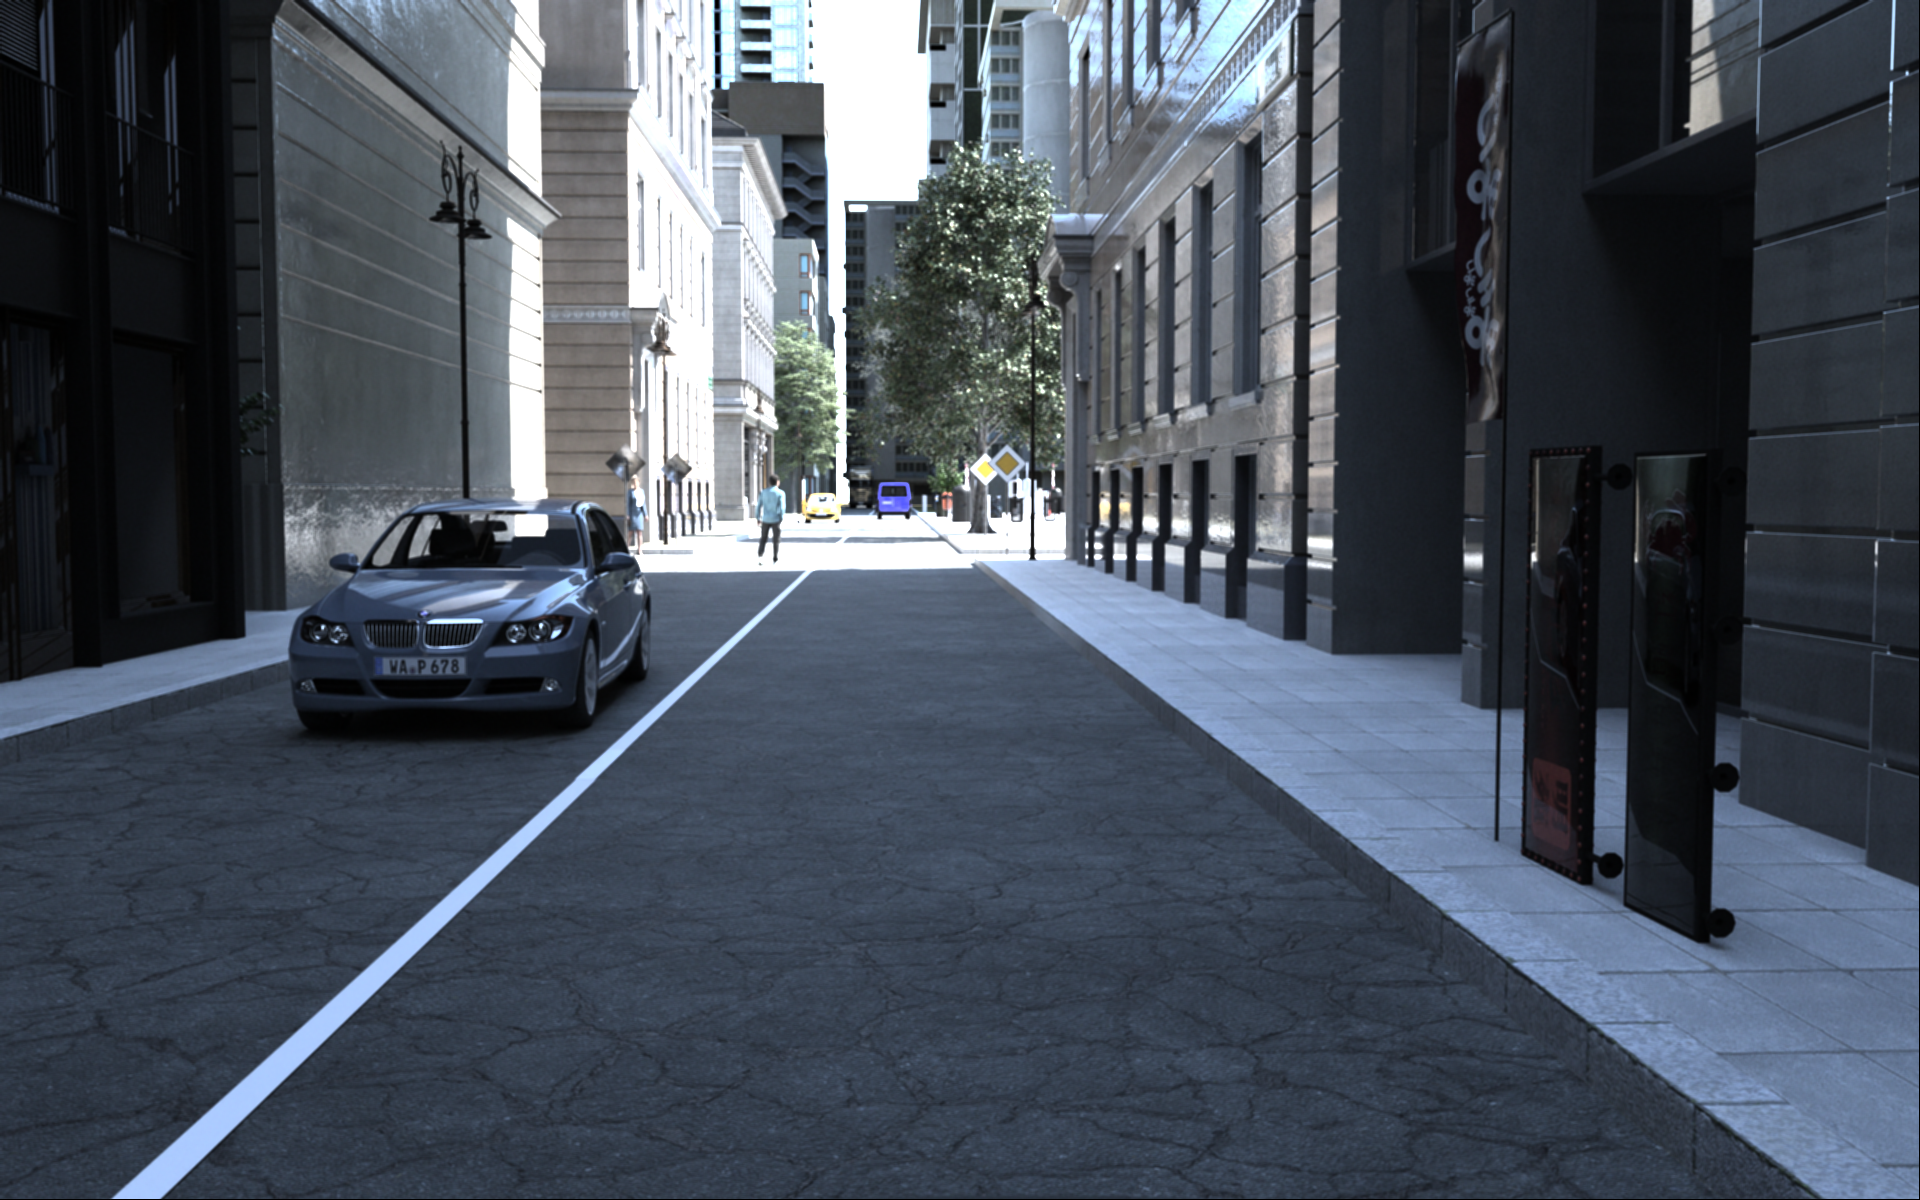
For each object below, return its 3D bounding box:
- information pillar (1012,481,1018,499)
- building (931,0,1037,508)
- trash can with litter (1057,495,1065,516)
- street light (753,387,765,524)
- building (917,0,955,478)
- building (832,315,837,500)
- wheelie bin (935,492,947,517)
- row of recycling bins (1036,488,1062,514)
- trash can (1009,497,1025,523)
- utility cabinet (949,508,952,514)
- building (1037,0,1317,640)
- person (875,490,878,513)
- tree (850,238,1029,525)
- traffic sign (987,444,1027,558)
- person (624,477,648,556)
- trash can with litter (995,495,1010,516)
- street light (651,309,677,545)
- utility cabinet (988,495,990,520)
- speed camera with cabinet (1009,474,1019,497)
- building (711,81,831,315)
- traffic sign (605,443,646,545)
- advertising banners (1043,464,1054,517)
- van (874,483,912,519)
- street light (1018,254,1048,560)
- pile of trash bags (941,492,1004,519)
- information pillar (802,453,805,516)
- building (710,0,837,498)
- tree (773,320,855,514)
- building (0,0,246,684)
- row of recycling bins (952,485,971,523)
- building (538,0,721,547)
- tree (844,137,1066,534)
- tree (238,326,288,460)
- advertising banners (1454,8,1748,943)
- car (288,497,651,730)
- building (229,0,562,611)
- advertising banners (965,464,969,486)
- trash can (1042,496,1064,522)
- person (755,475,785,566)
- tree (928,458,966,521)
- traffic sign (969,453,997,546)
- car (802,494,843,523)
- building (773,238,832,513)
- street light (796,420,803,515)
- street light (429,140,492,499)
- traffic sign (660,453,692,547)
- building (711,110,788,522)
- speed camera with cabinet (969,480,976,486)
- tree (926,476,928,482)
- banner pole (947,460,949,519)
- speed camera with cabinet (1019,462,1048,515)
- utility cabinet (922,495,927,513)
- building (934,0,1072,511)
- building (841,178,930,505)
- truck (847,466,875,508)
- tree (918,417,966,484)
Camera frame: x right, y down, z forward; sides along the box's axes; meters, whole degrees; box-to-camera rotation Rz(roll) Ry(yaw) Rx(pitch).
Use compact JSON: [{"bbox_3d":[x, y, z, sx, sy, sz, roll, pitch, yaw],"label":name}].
[{"bbox_3d":[3.149,-5.826,99.746,0.304,2.012,0.304,-1,4,-8],"label":"information pillar"},{"bbox_3d":[7.923,-43.812,154.579,20.563,71.187,20.611,0,4,-2],"label":"building"},{"bbox_3d":[6.630,-5.573,102.184,2.233,1.210,1.678,-1,4,-16],"label":"trash can with litter"},{"bbox_3d":[-8.665,-6.239,74.789,0.468,5.910,1.993,0,4,-2],"label":"street light"},{"bbox_3d":[10.087,-36.086,179.252,28.713,52.752,27.495,0,4,-2],"label":"building"},{"bbox_3d":[-25.809,-19.333,161.128,27.650,21.520,28.899,0,4,-2],"label":"building"},{"bbox_3d":[-0.931,-5.440,96.846,0.693,1.594,0.980,3,5,43],"label":"wheelie bin"},{"bbox_3d":[5.469,-6.622,115.382,1.069,1.692,3.534,-3,5,-41],"label":"row of recycling bins"},{"bbox_3d":[2.515,-3.966,76.490,0.748,1.137,0.748,0,3,0],"label":"trash can"},{"bbox_3d":[-0.959,-6.014,109.492,1.020,1.237,0.306,2,4,33],"label":"utility cabinet"},{"bbox_3d":[8.673,-14.578,24.258,13.634,28.700,20.117,0,4,-2],"label":"building"},{"bbox_3d":[-6.361,-7.635,134.135,0.742,1.727,0.445,3,5,43],"label":"person"},{"bbox_3d":[0.422,-9.823,70.984,12.009,13.543,11.850,0,3,0],"label":"tree"},{"bbox_3d":[0.937,-1.888,34.506,0.795,2.450,0.064,0,4,-2],"label":"traffic sign"},{"bbox_3d":[-7.412,-1.895,39.514,0.581,1.822,0.654,-2,4,-31],"label":"person"},{"bbox_3d":[2.549,-5.719,104.562,1.678,1.210,2.233,2,4,27],"label":"trash can with litter"},{"bbox_3d":[-7.393,-4.317,43.377,0.468,5.910,1.993,0,4,-2],"label":"street light"},{"bbox_3d":[1.057,-4.586,86.150,0.306,1.237,1.020,3,5,40],"label":"utility cabinet"},{"bbox_3d":[3.818,-7.085,110.173,0.660,3.252,2.038,2,4,30],"label":"speed camera with cabinet"},{"bbox_3d":[-21.210,-32.729,185.224,14.200,45.320,14.600,0,4,-2],"label":"building"},{"bbox_3d":[-6.603,-1.871,34.233,0.795,2.450,0.064,0,4,-2],"label":"traffic sign"},{"bbox_3d":[5.003,-6.173,97.112,0.090,3.025,2.074,1,4,21],"label":"advertising banners"},{"bbox_3d":[-3.813,-5.808,99.340,2.240,2.365,5.245,0,4,-3],"label":"van"},{"bbox_3d":[1.412,-3.718,33.581,0.468,5.910,1.993,0,4,-2],"label":"street light"},{"bbox_3d":[0.666,-4.928,90.328,3.447,1.369,1.912,1,4,17],"label":"pile of trash bags"},{"bbox_3d":[-9.032,-6.637,99.862,0.183,3.616,0.504,0,4,4],"label":"information pillar"},{"bbox_3d":[-30.676,-54.860,209.634,31.000,86.520,22.319,0,4,-2],"label":"building"},{"bbox_3d":[-10.545,-11.927,113.126,7.486,12.596,7.792,0,3,0],"label":"tree"},{"bbox_3d":[-12.243,-10.827,6.692,12.332,23.373,15.834,0,4,-2],"label":"building"},{"bbox_3d":[0.413,-4.388,78.860,1.069,1.692,3.534,1,4,17],"label":"row of recycling bins"},{"bbox_3d":[-14.509,-16.204,50.843,13.634,28.700,20.117,0,4,-2],"label":"building"},{"bbox_3d":[0.803,-8.487,55.763,9.611,12.733,9.660,0,3,0],"label":"tree"},{"bbox_3d":[-7.704,-1.360,16.834,1.663,3.219,1.824,0,3,0],"label":"tree"},{"bbox_3d":[2.036,-0.588,5.798,0.090,3.025,2.074,0,4,-5],"label":"advertising banners"},{"bbox_3d":[-3.216,-0.005,12.090,2.014,1.417,4.499,0,4,-3],"label":"car"},{"bbox_3d":[-21.913,-11.727,25.025,30.059,22.955,16.112,0,4,-2],"label":"building"},{"bbox_3d":[0.731,-6.366,100.270,0.090,3.025,2.074,2,4,27],"label":"advertising banners"},{"bbox_3d":[4.151,-4.178,79.963,0.748,1.137,0.748,0,3,0],"label":"trash can"},{"bbox_3d":[-3.825,-1.604,34.739,0.660,1.820,0.620,1,4,14],"label":"person"},{"bbox_3d":[-0.566,-5.374,82.466,1.663,3.219,1.824,0,3,0],"label":"tree"},{"bbox_3d":[0.625,-2.376,42.485,0.795,2.450,0.064,0,4,-2],"label":"traffic sign"},{"bbox_3d":[-6.821,-4.631,85.938,2.015,1.641,3.980,0,4,-3],"label":"car"},{"bbox_3d":[-24.315,-17.510,131.332,27.650,21.520,28.899,0,4,-2],"label":"building"},{"bbox_3d":[-9.889,-8.174,106.438,0.468,5.910,1.993,0,4,-2],"label":"street light"},{"bbox_3d":[-6.630,-3.080,23.151,0.468,5.910,1.993,0,4,-2],"label":"street light"},{"bbox_3d":[-6.914,-2.359,42.212,0.795,2.450,0.064,0,4,-2],"label":"traffic sign"},{"bbox_3d":[-14.522,-14.094,81.351,10.553,20.767,40.483,0,4,-2],"label":"building"},{"bbox_3d":[1.043,-7.112,110.621,0.660,3.252,2.038,1,4,10],"label":"speed camera with cabinet"},{"bbox_3d":[-1.084,-6.081,94.031,1.663,3.219,1.824,0,3,0],"label":"tree"},{"bbox_3d":[-0.609,-5.984,87.854,0.401,3.779,0.863,0,4,-1],"label":"banner pole"},{"bbox_3d":[4.718,-6.886,106.923,0.660,3.252,2.038,-3,4,-37],"label":"speed camera with cabinet"},{"bbox_3d":[-2.391,-6.469,116.933,0.306,1.237,1.020,0,4,-4],"label":"utility cabinet"},{"bbox_3d":[14.290,-26.980,132.996,32.217,40.220,23.993,0,4,-2],"label":"building"},{"bbox_3d":[-2.606,-32.050,215.890,23.993,40.220,32.217,0,4,-2],"label":"building"},{"bbox_3d":[-10.100,-11.501,176.946,2.839,4.237,11.283,0,4,-3],"label":"truck"},{"bbox_3d":[-1.214,-10.286,118.540,4.360,8.622,3.978,0,3,0],"label":"tree"}]
